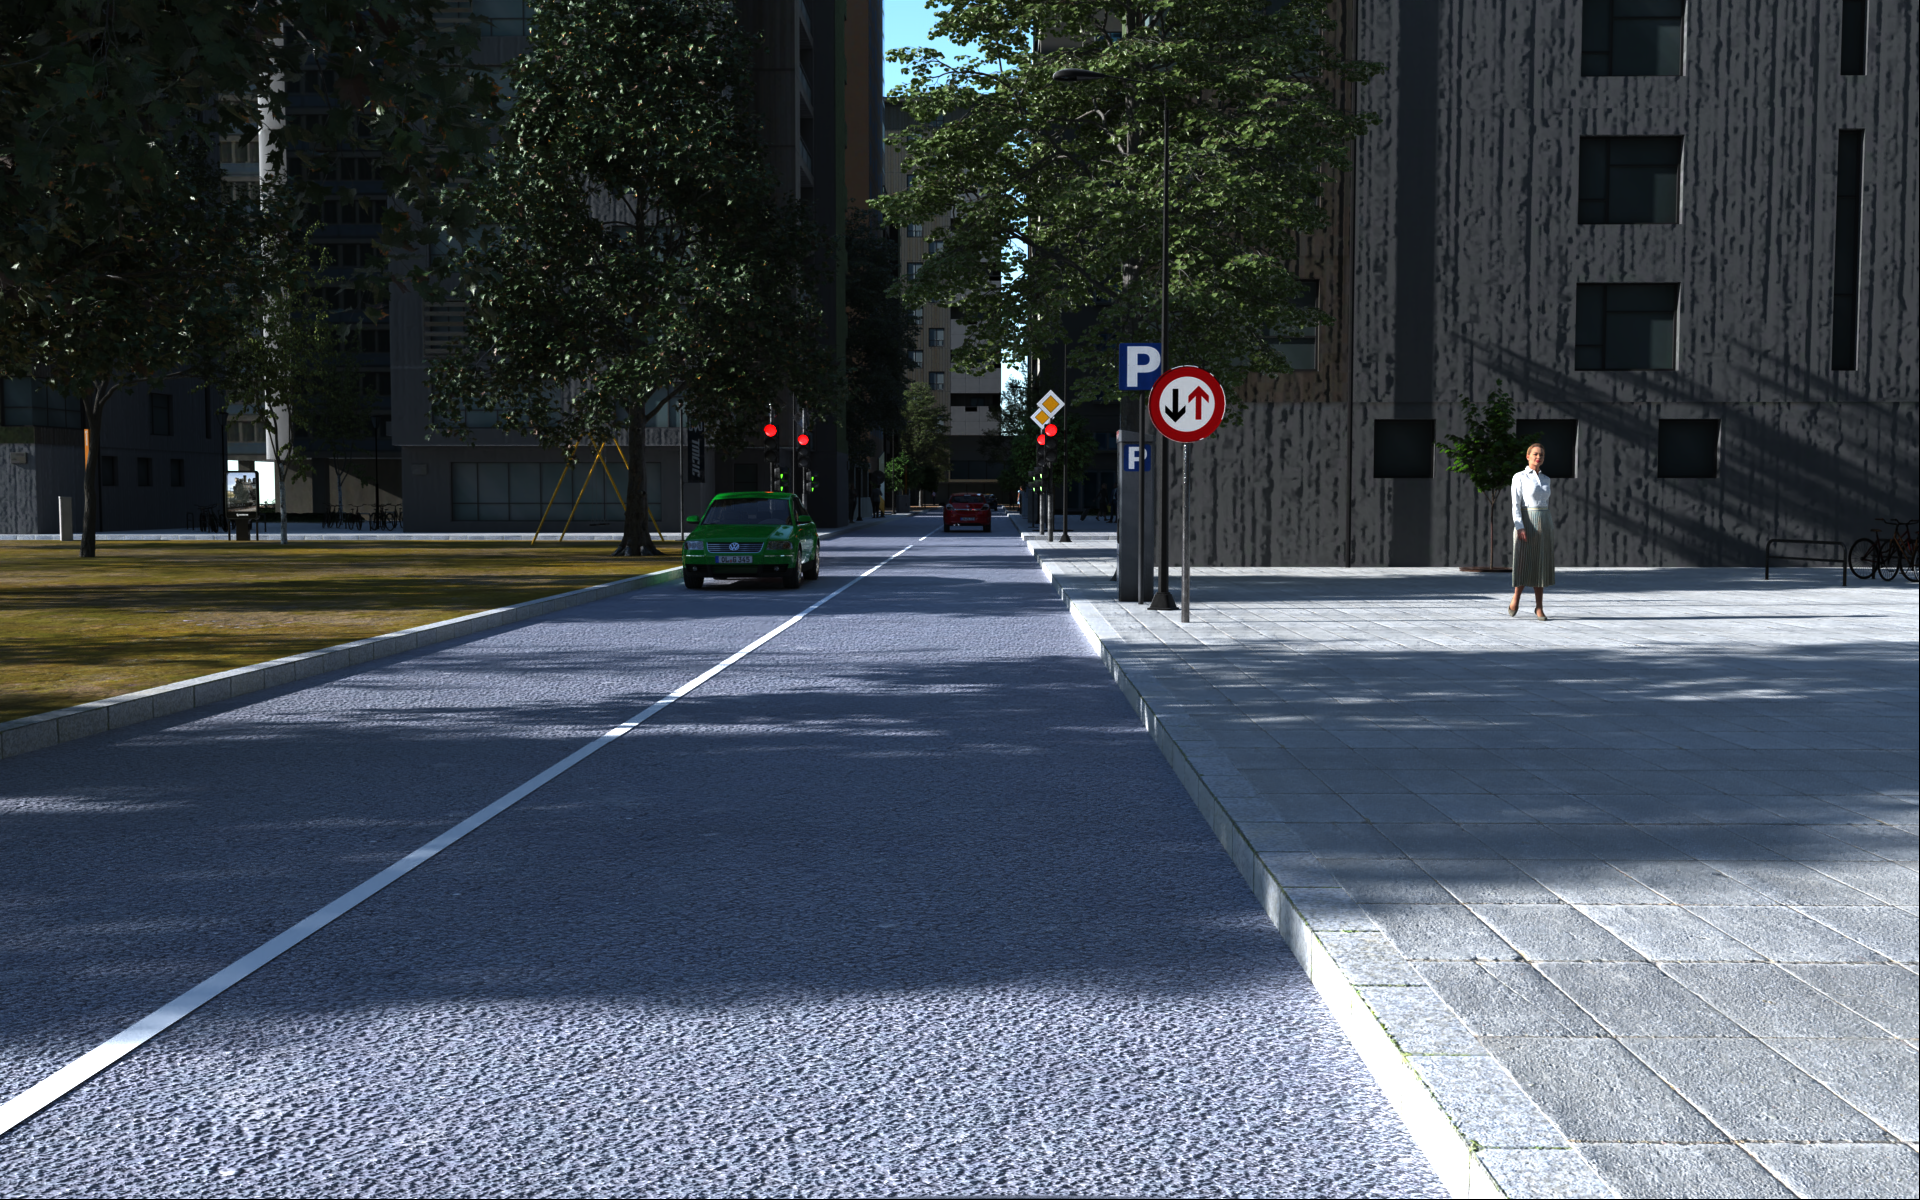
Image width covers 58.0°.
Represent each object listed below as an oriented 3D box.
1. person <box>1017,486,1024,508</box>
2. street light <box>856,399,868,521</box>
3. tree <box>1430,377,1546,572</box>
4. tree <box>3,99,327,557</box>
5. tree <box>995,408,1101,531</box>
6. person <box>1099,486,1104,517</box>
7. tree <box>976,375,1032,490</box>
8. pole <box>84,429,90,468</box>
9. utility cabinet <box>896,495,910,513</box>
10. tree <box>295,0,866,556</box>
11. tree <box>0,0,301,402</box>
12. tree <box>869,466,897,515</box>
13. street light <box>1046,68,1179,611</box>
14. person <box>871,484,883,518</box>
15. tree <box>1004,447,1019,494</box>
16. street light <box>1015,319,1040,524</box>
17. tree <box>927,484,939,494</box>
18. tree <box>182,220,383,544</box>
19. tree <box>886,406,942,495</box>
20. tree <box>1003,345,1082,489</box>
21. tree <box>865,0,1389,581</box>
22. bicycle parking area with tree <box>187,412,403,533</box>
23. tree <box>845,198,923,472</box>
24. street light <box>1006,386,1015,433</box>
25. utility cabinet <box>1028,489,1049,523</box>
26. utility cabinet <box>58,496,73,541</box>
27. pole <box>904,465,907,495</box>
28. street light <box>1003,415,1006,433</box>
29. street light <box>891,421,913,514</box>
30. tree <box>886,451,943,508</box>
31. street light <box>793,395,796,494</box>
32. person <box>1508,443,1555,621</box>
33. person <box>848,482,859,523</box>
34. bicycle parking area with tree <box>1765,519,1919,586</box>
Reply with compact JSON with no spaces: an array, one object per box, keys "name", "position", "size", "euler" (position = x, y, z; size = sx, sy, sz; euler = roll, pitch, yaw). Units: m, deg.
[{"name":"person","position":[4.062,-6.571,113.567],"size":[0.616,1.811,0.778],"euler":[0,4,-4]},{"name":"street light","position":[-4.274,-6.743,82.784],"size":[1.470,5.913,1.316],"euler":[0,4,1]},{"name":"tree","position":[8.910,-2.081,28.633],"size":[1.663,3.219,1.824],"euler":[0,3,0]},{"name":"tree","position":[-17.468,-6.136,34.742],"size":[7.601,10.594,8.767],"euler":[2,4,29]},{"name":"tree","position":[3.222,-4.663,59.961],"size":[4.285,4.588,4.351],"euler":[0,3,0]},{"name":"person","position":[8.104,-5.603,97.928],"size":[0.520,1.790,0.573],"euler":[2,4,24]},{"name":"tree","position":[4.688,-12.247,134.652],"size":[7.601,10.594,8.767],"euler":[0,4,-3]},{"name":"pole","position":[-27.354,-3.706,54.433],"size":[0.158,3.312,0.155],"euler":[0,3,0]},{"name":"utility cabinet","position":[-3.945,-6.648,119.853],"size":[1.020,1.237,0.306],"euler":[-3,5,-45]},{"name":"tree","position":[-6.654,-7.275,35.947],"size":[9.611,12.733,9.660],"euler":[0,3,0]},{"name":"tree","position":[-13.827,-6.427,22.085],"size":[9.611,12.733,9.660],"euler":[0,3,0]},{"name":"tree","position":[-4.842,-6.844,106.500],"size":[1.663,3.219,1.824],"euler":[0,3,0]},{"name":"street light","position":[1.715,-2.846,19.075],"size":[1.470,5.913,1.316],"euler":[0,4,1]},{"name":"person","position":[-4.462,-5.281,92.567],"size":[0.592,1.802,0.473],"euler":[1,4,18]},{"name":"tree","position":[7.112,-15.717,207.327],"size":[4.360,8.622,3.978],"euler":[0,3,0]},{"name":"street light","position":[2.276,-4.505,46.190],"size":[1.470,5.913,1.316],"euler":[0,4,1]},{"name":"tree","position":[-3.183,-12.285,195.457],"size":[1.663,3.219,1.824],"euler":[0,3,0]},{"name":"tree","position":[-17.452,-5.727,43.993],"size":[4.737,8.622,4.395],"euler":[0,3,0]},{"name":"tree","position":[-3.927,-11.710,141.828],"size":[4.360,8.622,3.978],"euler":[0,3,0]},{"name":"tree","position":[3.882,-8.249,85.238],"size":[4.737,8.622,4.395],"euler":[0,3,0]},{"name":"tree","position":[2.449,-6.578,25.679],"size":[7.486,12.596,7.792],"euler":[0,3,0]},{"name":"bicycle parking area with tree","position":[-23.488,-4.573,61.774],"size":[8.231,4.147,9.016],"euler":[-1,4,-17]},{"name":"tree","position":[-6.056,-10.329,75.527],"size":[9.857,13.997,8.962],"euler":[0,3,0]},{"name":"street light","position":[2.843,-6.222,74.268],"size":[1.470,5.913,1.316],"euler":[0,4,1]},{"name":"utility cabinet","position":[3.428,-4.128,76.175],"size":[0.318,1.500,1.173],"euler":[-2,4,-33]},{"name":"utility cabinet","position":[-24.633,-2.236,47.728],"size":[0.306,1.237,1.020],"euler":[-2,4,-30]},{"name":"pole","position":[-3.824,-7.849,122.166],"size":[0.158,3.312,0.155],"euler":[0,3,0]},{"name":"street light","position":[3.308,-7.879,101.355],"size":[1.470,5.913,1.316],"euler":[0,4,1]},{"name":"street light","position":[-3.687,-8.411,110.053],"size":[1.470,5.913,1.316],"euler":[0,4,1]},{"name":"tree","position":[-4.377,-8.979,130.512],"size":[4.285,4.588,4.351],"euler":[0,3,0]},{"name":"street light","position":[-4.774,-5.077,55.544],"size":[1.470,5.913,1.316],"euler":[0,4,1]},{"name":"person","position":[5.837,-0.703,17.766],"size":[0.478,1.798,0.641],"euler":[0,4,-4]},{"name":"person","position":[-4.696,-4.297,76.482],"size":[0.537,1.800,0.526],"euler":[-2,4,-30]},{"name":"bicycle parking area with tree","position":[15.962,-2.211,23.155],"size":[8.231,4.147,9.016],"euler":[0,4,4]}]
